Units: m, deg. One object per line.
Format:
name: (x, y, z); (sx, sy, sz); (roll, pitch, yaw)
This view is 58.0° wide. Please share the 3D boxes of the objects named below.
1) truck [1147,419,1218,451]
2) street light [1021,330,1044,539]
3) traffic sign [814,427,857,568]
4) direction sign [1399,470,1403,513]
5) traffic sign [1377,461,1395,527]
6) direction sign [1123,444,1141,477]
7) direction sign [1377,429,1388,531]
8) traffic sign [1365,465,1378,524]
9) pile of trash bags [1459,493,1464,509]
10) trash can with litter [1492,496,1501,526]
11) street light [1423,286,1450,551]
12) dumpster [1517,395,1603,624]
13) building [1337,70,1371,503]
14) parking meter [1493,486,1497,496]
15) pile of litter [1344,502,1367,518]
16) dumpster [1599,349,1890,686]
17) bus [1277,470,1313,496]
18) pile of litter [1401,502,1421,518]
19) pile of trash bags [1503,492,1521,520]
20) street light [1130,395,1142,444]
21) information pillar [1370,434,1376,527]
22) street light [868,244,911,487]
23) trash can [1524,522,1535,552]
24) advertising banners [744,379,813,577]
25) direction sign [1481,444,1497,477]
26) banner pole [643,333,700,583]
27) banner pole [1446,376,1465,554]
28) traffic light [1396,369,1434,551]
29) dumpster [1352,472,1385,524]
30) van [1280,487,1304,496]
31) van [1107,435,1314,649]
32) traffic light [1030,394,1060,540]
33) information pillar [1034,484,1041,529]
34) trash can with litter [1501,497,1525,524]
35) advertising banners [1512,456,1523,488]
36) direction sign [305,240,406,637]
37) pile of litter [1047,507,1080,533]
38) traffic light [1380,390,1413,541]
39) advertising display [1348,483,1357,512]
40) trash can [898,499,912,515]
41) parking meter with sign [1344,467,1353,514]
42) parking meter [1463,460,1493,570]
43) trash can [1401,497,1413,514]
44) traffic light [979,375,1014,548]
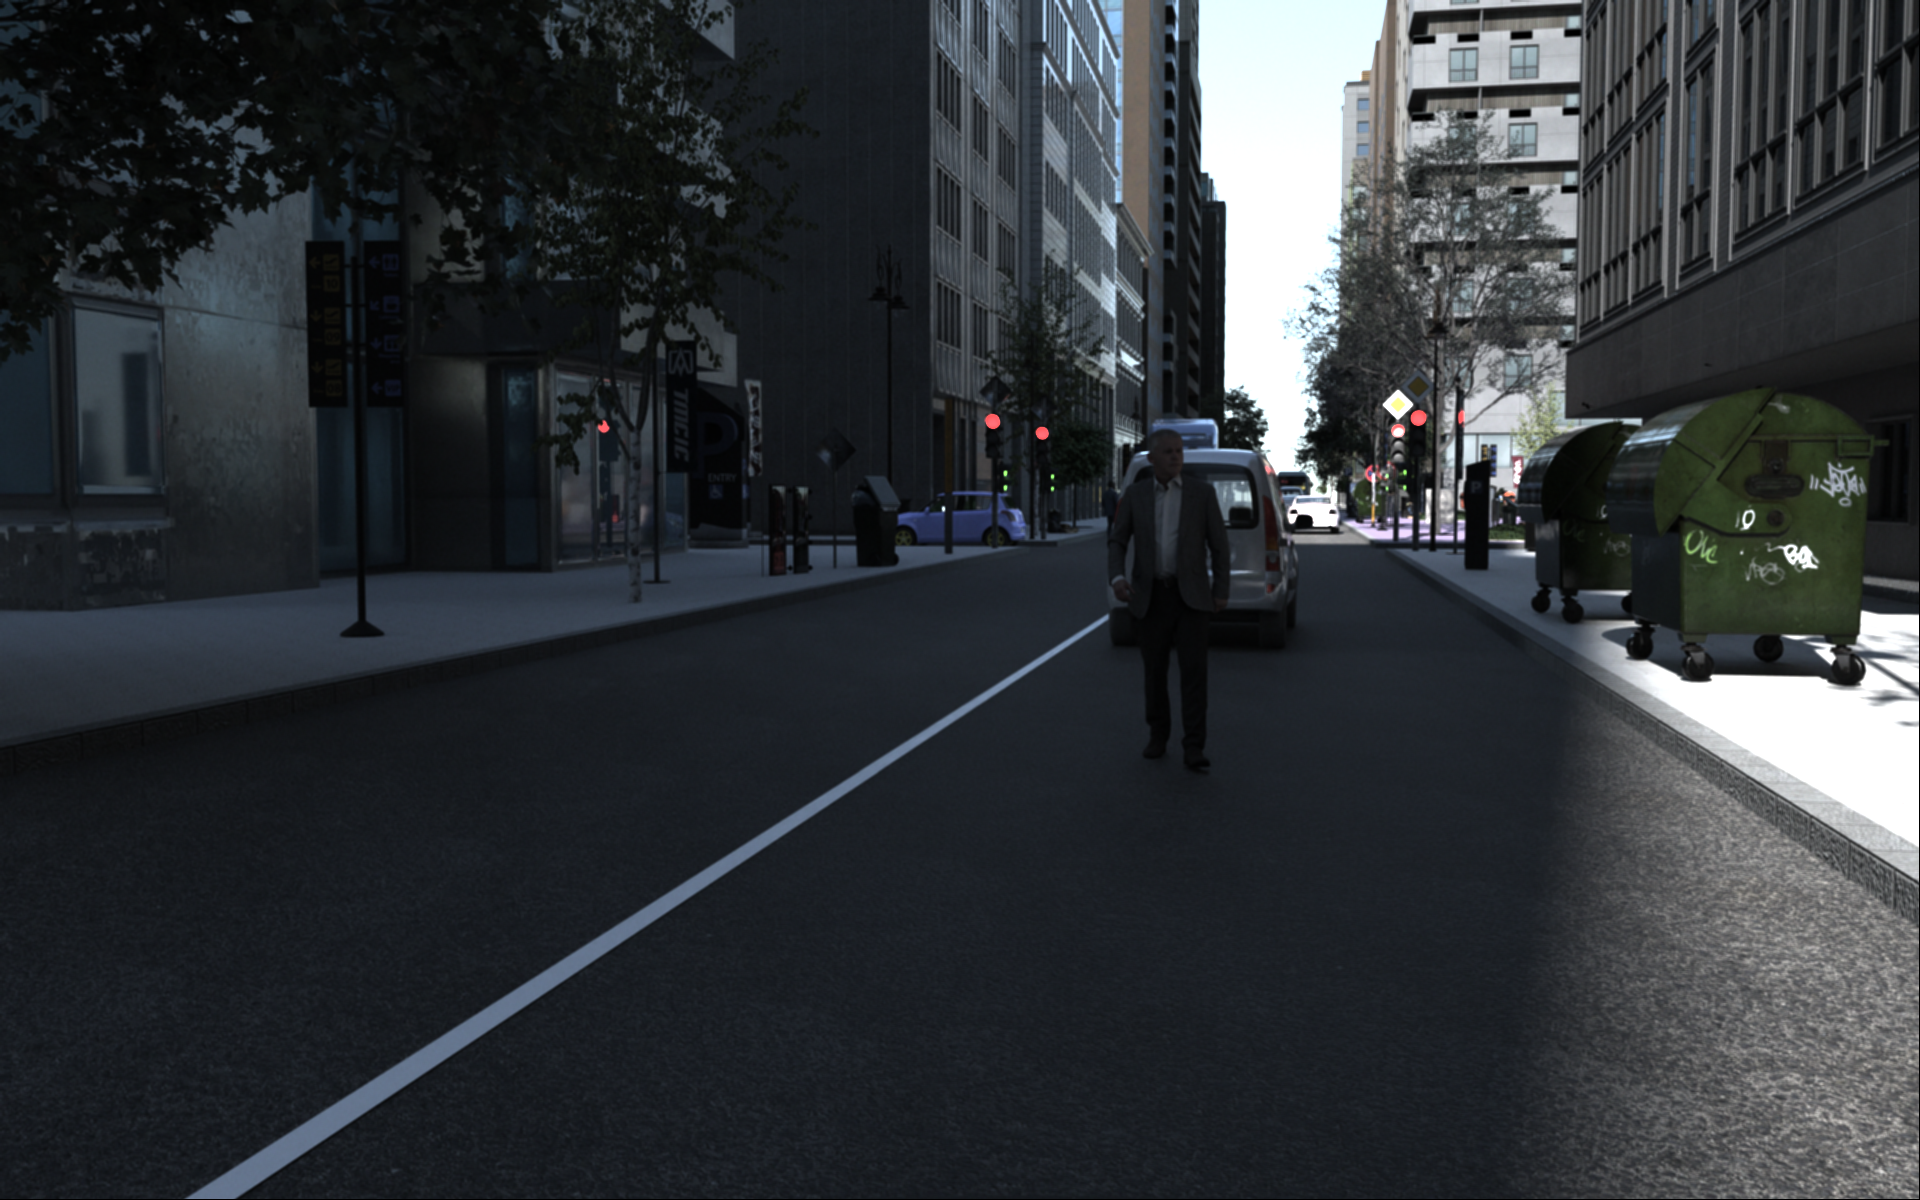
truck: (8.992, -4.782, 67.940); (2.967, 4.110, 18.799); (1, 4, 9)
street light: (2.045, -4.662, 49.004); (0.468, 5.910, 1.993); (1, 4, 11)
traffic sign: (-2.155, -1.751, 29.819); (0.795, 2.450, 0.064); (1, 4, 18)
direction sign: (30.139, -7.784, 119.269); (0.876, 3.537, 0.379); (-1, 4, -13)
traffic sign: (16.378, -4.061, 66.510); (0.768, 2.556, 0.104); (1, 4, 12)
direction sign: (7.713, -5.248, 77.808); (0.876, 3.537, 0.379); (2, 4, 29)
direction sign: (14.880, -4.216, 60.926); (0.379, 3.537, 0.876); (2, 4, 30)
traffic sign: (17.872, -4.563, 74.705); (0.768, 2.556, 0.104); (1, 4, 19)
pile of trash bags: (30.223, -5.447, 98.816); (3.447, 1.369, 1.912); (0, 4, 0)
trash can with litter: (18.545, -2.950, 59.297); (1.678, 1.210, 2.233); (2, 4, 30)
street light: (10.586, -4.026, 38.607); (0.468, 5.910, 1.993); (1, 4, 11)
dumpster: (6.614, -0.934, 17.765); (1.502, 2.255, 1.985); (1, 4, 11)
building: (64.657, -43.072, 246.225); (21.231, 58.520, 28.212); (1, 4, 11)
parking meter: (34.449, -6.492, 111.861); (0.399, 1.863, 0.255); (3, 4, 36)
pile of litter: (21.246, -4.833, 92.981); (1.176, 0.858, 1.719); (0, 4, 7)
dumpster: (5.582, -0.608, 12.427); (1.502, 2.255, 1.985); (1, 4, 11)
bus: (28.061, -9.210, 145.443); (2.948, 3.499, 13.247); (1, 4, 13)
pile of litter: (24.115, -4.763, 91.847); (1.719, 0.858, 1.176); (-2, 4, -24)
pile of trash bags: (28.638, -4.682, 86.297); (3.447, 1.369, 1.912); (-1, 4, -14)
street light: (8.240, -6.624, 81.093); (0.468, 5.910, 1.993); (1, 4, 11)
information pillar: (16.129, -4.656, 67.472); (0.183, 3.616, 0.504); (1, 4, 18)
street light: (-1.306, -3.637, 32.250); (0.468, 5.910, 1.993); (1, 4, 11)
trash can: (12.872, -1.641, 38.491); (0.748, 1.137, 0.748); (0, 3, 0)
advertising banners: (-2.858, -1.900, 27.255); (0.090, 3.025, 2.074); (2, 4, 24)
direction sign: (24.155, -5.333, 79.185); (0.876, 3.537, 0.379); (-2, 4, -24)
banner pole: (-4.152, -2.133, 24.896); (0.863, 3.779, 0.401); (1, 4, 8)
banner pole: (10.580, -2.857, 36.725); (0.401, 3.779, 0.863); (0, 4, 5)
traffic light: (10.279, -3.065, 39.036); (0.839, 4.253, 0.868); (1, 4, 11)
dumpster: (17.987, -4.489, 75.893); (1.502, 2.255, 1.985); (1, 4, 11)
van: (18.890, -5.619, 98.886); (2.013, 2.044, 4.112); (1, 4, 12)
van: (2.542, -0.645, 17.561); (2.013, 2.044, 4.112); (1, 4, 13)
traffic light: (2.370, -3.656, 48.691); (0.839, 4.253, 0.868); (1, 4, 11)
information pillar: (2.722, -3.525, 62.119); (0.304, 2.012, 0.304); (-1, 4, -13)
trash can with litter: (19.818, -3.075, 61.664); (1.055, 1.170, 0.624); (2, 4, 34)
advertising banners: (26.235, -5.071, 79.096); (2.074, 3.025, 0.090); (1, 4, 11)
direction sign: (-5.415, -1.443, 15.583); (0.876, 3.537, 0.379); (0, 4, 3)
pile of litter: (3.381, -2.646, 57.226); (1.176, 0.858, 1.719); (1, 4, 18)
traffic light: (11.808, -3.545, 46.874); (0.839, 4.253, 0.868); (1, 4, 11)
advertising display: (22.117, -5.599, 96.752); (0.974, 1.923, 0.123); (-1, 4, -23)
trash can: (-1.712, -2.272, 48.798); (0.748, 1.137, 0.748); (0, 3, 0)
parking meter with sign: (25.760, -7.212, 114.184); (0.543, 3.016, 1.738); (2, 4, 24)
parking meter: (8.791, -1.454, 29.491); (0.399, 1.863, 0.255); (2, 4, 28)
trash can: (25.219, -5.268, 97.791); (0.748, 1.137, 0.748); (0, 3, 0)
traffic light: (0.842, -3.176, 40.853); (0.839, 4.253, 0.868); (1, 4, 11)
